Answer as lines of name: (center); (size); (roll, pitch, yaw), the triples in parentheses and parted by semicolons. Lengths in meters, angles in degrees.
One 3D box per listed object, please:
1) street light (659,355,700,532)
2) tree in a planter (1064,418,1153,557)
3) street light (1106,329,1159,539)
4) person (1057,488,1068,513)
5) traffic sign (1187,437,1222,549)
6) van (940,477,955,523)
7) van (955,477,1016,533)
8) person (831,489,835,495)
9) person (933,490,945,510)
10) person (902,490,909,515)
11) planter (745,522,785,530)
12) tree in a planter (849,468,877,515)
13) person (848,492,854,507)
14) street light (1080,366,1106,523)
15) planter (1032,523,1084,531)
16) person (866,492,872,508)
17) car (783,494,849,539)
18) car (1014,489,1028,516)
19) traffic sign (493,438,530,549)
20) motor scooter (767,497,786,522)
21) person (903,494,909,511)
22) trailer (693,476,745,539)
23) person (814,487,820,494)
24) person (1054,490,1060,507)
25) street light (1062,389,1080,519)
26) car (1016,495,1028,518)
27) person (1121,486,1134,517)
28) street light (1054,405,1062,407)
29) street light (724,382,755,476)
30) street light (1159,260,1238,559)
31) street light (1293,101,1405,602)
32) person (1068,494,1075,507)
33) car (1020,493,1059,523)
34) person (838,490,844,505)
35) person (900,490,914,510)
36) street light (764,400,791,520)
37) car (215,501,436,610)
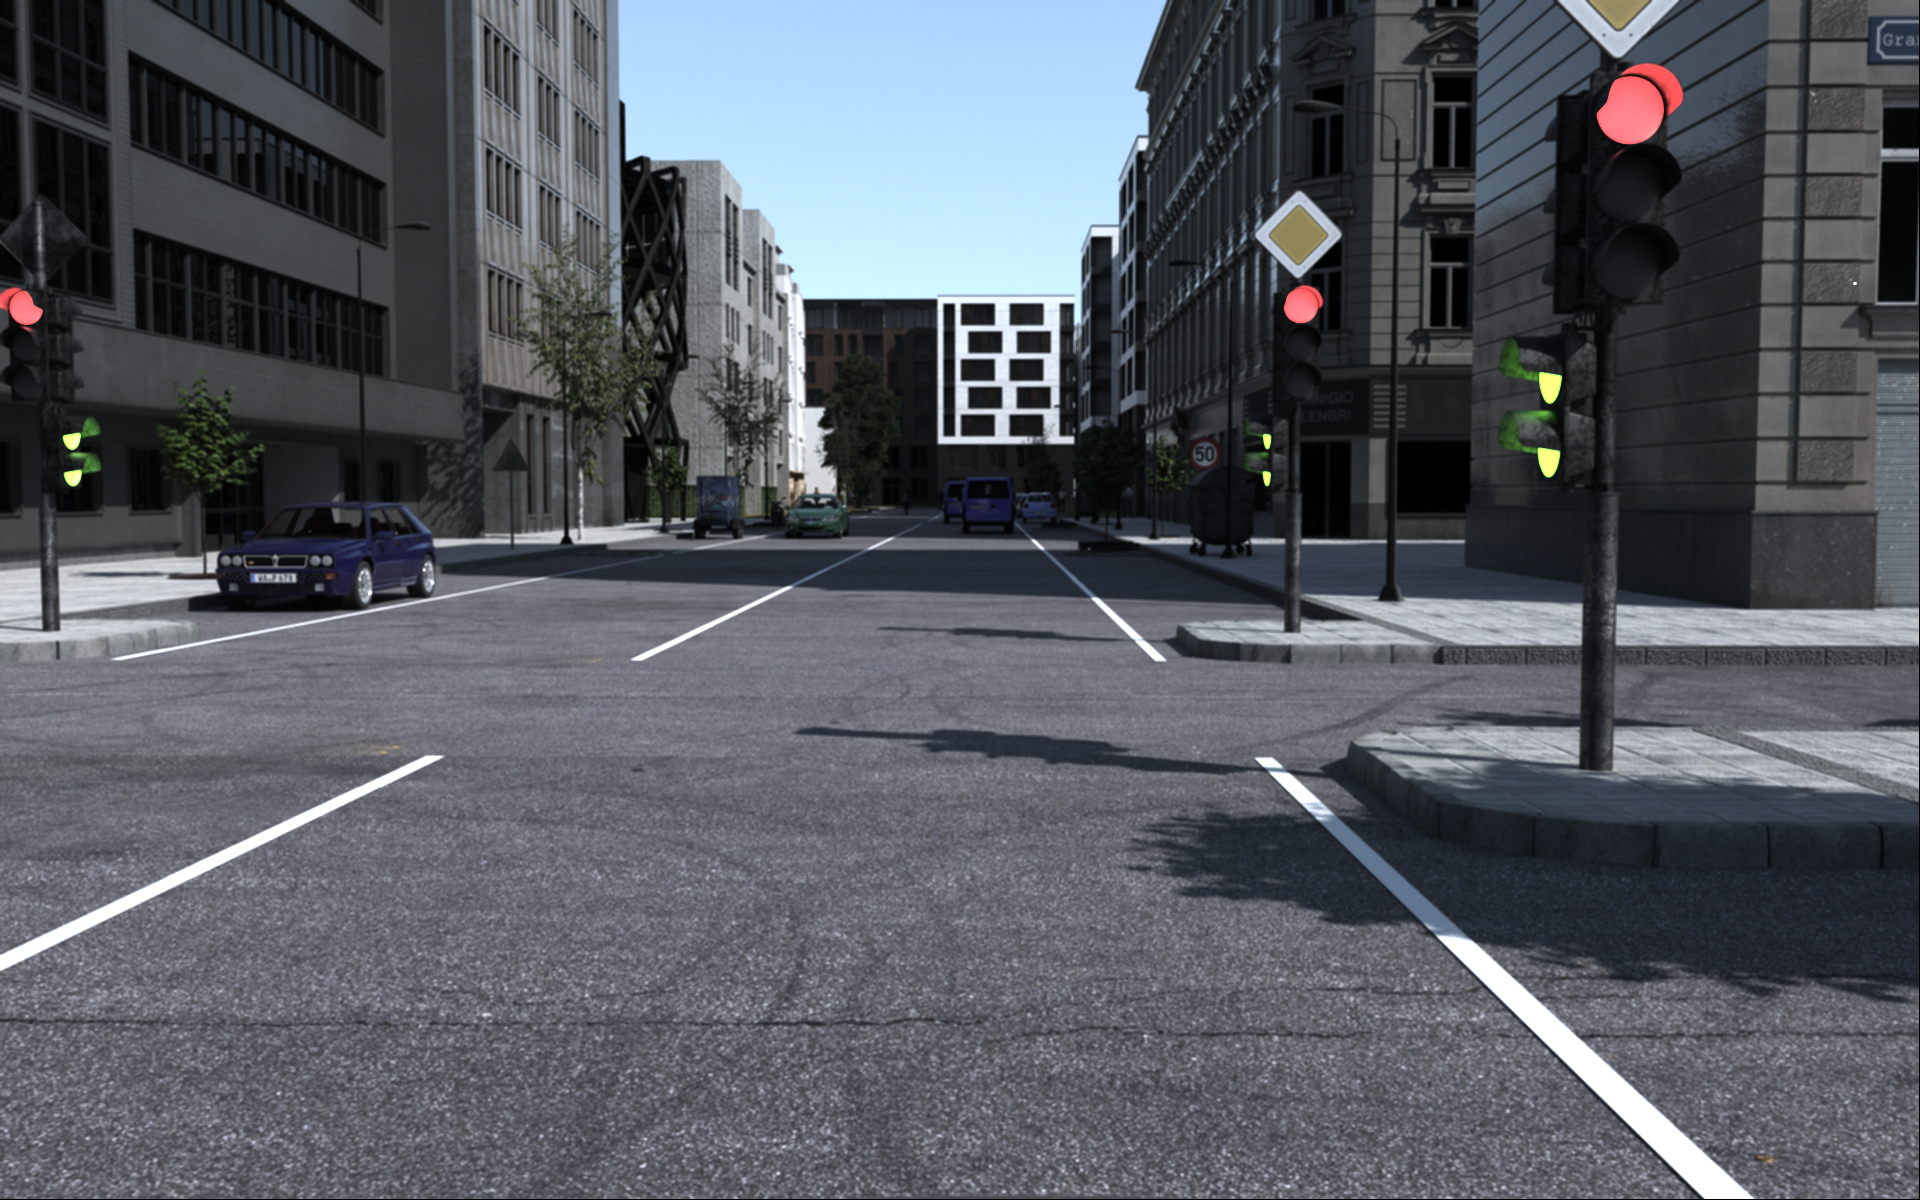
street light: (-9.381, -5.220, 57.886); (1.470, 5.913, 1.316); (0, 4, 1)
tree in a planter: (3.450, -2.655, 40.638); (1.991, 3.239, 1.994); (0, 4, 1)
street light: (4.967, -4.671, 48.910); (1.470, 5.913, 1.316); (0, 4, 1)
person: (6.972, -6.799, 118.149); (0.756, 1.711, 0.436); (2, 4, 33)
traffic sign: (5.441, -2.354, 38.587); (0.768, 2.556, 0.104); (0, 4, 2)
van: (0.128, -5.016, 86.395); (2.240, 2.365, 5.245); (0, 4, -1)
van: (1.015, -3.683, 64.605); (2.240, 2.365, 5.245); (0, 3, 0)
person: (-10.024, -7.983, 137.508); (0.436, 1.711, 0.756); (0, 4, 6)
person: (-1.721, -8.965, 155.093); (1.348, 1.821, 0.705); (0, 4, 2)
person: (-3.806, -6.751, 119.662); (0.721, 1.735, 1.217); (1, 4, 16)
planter: (-7.462, -2.936, 69.138); (1.991, 0.319, 1.994); (0, 4, 1)
tree in a planter: (-6.742, -7.430, 118.707); (1.991, 3.239, 1.994); (0, 4, 1)
person: (-10.342, -9.741, 165.761); (0.683, 1.767, 0.568); (-3, 5, -43)
street light: (5.220, -5.516, 62.723); (1.470, 5.913, 1.316); (0, 4, 1)
planter: (3.845, -2.873, 68.106); (1.991, 0.319, 1.994); (0, 4, 1)
person: (-8.608, -9.599, 163.427); (0.683, 1.767, 0.568); (0, 4, -8)
car: (-4.695, -2.778, 57.213); (2.131, 1.459, 4.920); (0, 4, 1)
car: (4.267, -6.463, 114.467); (1.959, 1.807, 4.718); (0, 4, -1)
traffic sign: (-10.404, -2.458, 40.187); (0.884, 2.594, 0.081); (0, 4, 5)
motor scooter: (-7.870, -3.773, 74.463); (0.815, 1.314, 1.986); (0, 4, 2)
person: (-4.668, -8.556, 149.304); (0.541, 1.710, 0.530); (0, 4, 2)
trailer: (-7.755, -2.929, 54.944); (1.471, 1.999, 3.904); (0, 4, 1)
person: (-11.456, -8.064, 137.986); (0.705, 1.812, 1.348); (2, 4, 27)
person: (9.739, -10.027, 172.067); (1.348, 1.869, 0.705); (-3, 5, -42)
street light: (5.371, -6.357, 76.474); (1.470, 5.913, 1.316); (0, 4, 1)
car: (4.275, -5.609, 103.702); (2.014, 1.417, 4.499); (0, 4, 1)
person: (9.359, -5.559, 96.801); (0.709, 1.838, 0.599); (-1, 4, -11)
street light: (5.596, -7.216, 90.526); (1.470, 5.913, 1.316); (0, 4, 1)
street light: (-9.155, -6.061, 71.636); (1.470, 5.913, 1.316); (0, 4, 1)
street light: (4.835, -3.789, 34.485); (1.470, 5.913, 1.316); (0, 4, 1)
street light: (4.629, -2.941, 20.622); (1.470, 5.913, 1.316); (0, 4, 1)
person: (11.285, -9.877, 173.172); (0.799, 1.438, 0.628); (-3, 5, -40)
car: (3.982, -4.725, 86.847); (1.945, 1.707, 3.694); (0, 4, 2)
person: (-10.019, -8.500, 145.740); (0.721, 1.736, 1.217); (2, 4, 29)
person: (-4.679, -8.955, 154.929); (1.348, 1.822, 0.705); (-1, 4, -23)
street light: (-9.004, -6.902, 85.387); (1.470, 5.913, 1.316); (0, 4, 1)
car: (-8.208, -0.617, 22.665); (1.945, 1.354, 3.894); (0, 4, 1)
